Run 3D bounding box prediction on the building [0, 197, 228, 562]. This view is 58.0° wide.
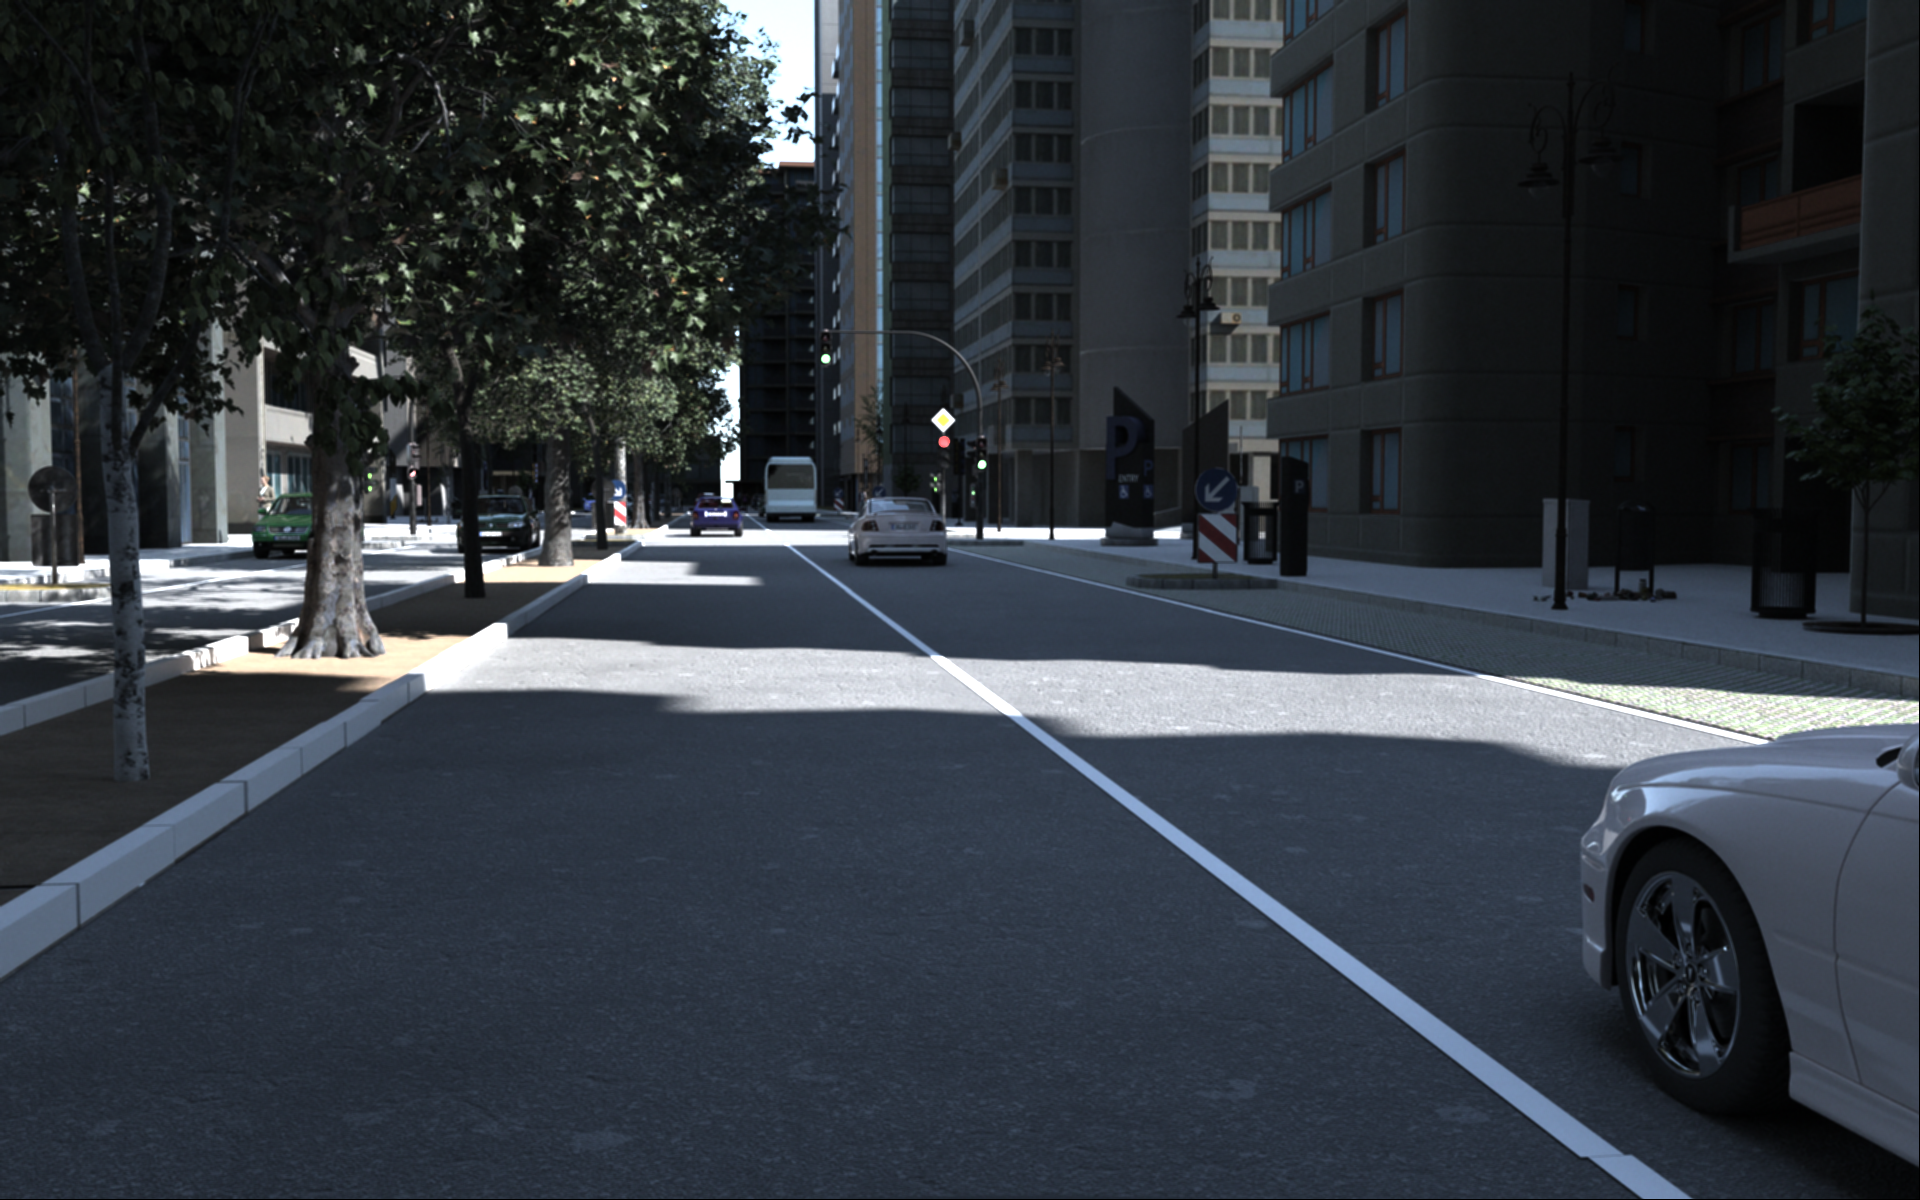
[{"bbox_3d":[-33.076,-43.859,29.769,31.000,86.520,22.319,0,4,-8],"label":"building"}]

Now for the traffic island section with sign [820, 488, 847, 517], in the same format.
[{"bbox_3d":[-7.792,-6.136,108.955,1.989,1.847,2.006,0,4,-8],"label":"traffic island section with sign"}]

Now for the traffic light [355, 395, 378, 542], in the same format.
[{"bbox_3d":[-16.071,-3.518,46.434,0.839,4.253,0.868,0,4,-8],"label":"traffic light"}]

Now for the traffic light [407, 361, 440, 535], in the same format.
[{"bbox_3d":[-15.112,-4.893,54.664,4.771,5.953,1.251,0,4,-8],"label":"traffic light"}]

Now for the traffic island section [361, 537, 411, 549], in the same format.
[{"bbox_3d":[-16.113,-1.485,46.563,2.009,0.180,2.903,0,4,-8],"label":"traffic island section"}]

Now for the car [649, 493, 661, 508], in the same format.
[{"bbox_3d":[-27.952,-8.981,155.872,2.155,1.783,4.494,0,4,-8],"label":"car"}]

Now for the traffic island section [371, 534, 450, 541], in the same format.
[{"bbox_3d":[-17.212,-1.969,54.472,2.009,0.180,2.903,0,4,-8],"label":"traffic island section"}]

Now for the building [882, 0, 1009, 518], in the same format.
[{"bbox_3d":[2.404,-25.389,98.700,14.154,41.232,14.086,0,4,-8],"label":"building"}]

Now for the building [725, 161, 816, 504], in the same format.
[{"bbox_3d":[-16.374,-34.985,226.624,28.867,44.769,22.147,0,4,-8],"label":"building"}]

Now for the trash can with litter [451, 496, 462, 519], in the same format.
[{"bbox_3d":[-25.353,-4.689,88.053,1.055,1.170,0.624,-1,4,-15],"label":"trash can with litter"}]

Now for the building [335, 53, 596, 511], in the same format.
[{"bbox_3d":[-46.692,-33.175,166.119,21.300,48.544,21.600,0,4,-8],"label":"building"}]

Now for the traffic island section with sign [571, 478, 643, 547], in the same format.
[{"bbox_3d":[-9.863,-2.418,47.665,2.006,1.907,1.989,0,4,-8],"label":"traffic island section with sign"}]

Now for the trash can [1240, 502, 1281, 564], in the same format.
[{"bbox_3d":[5.507,-1.229,31.745,0.748,1.137,0.748,0,3,0],"label":"trash can"}]

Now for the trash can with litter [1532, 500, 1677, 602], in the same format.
[{"bbox_3d":[7.897,-0.626,21.286,2.233,1.210,1.678,-1,4,-17],"label":"trash can with litter"}]

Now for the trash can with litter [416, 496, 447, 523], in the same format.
[{"bbox_3d":[-24.012,-4.102,78.120,1.678,1.210,2.233,-2,4,-30],"label":"trash can with litter"}]

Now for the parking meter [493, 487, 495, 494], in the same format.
[{"bbox_3d":[-34.274,-7.407,126.812,0.399,1.863,0.255,-1,4,-21],"label":"parking meter"}]

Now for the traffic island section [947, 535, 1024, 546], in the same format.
[{"bbox_3d":[0.570,-1.626,48.869,2.009,0.180,2.903,0,4,-8],"label":"traffic island section"}]

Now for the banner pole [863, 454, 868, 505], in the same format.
[{"bbox_3d":[-5.909,-7.214,107.964,0.401,3.779,0.863,-2,4,-27],"label":"banner pole"}]

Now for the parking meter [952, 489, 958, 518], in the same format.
[{"bbox_3d":[-0.248,-5.104,91.861,0.372,1.533,0.369,0,3,0],"label":"parking meter"}]

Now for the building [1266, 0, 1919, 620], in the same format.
[{"bbox_3d":[22.516,-11.052,25.743,27.650,21.520,28.899,0,4,-8],"label":"building"}]

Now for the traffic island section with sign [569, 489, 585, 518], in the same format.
[{"bbox_3d":[-24.168,-6.003,106.783,1.989,1.847,2.006,0,4,-8],"label":"traffic island section with sign"}]

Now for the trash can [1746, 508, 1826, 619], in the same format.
[{"bbox_3d":[8.530,-0.384,17.927,0.748,1.137,0.748,0,3,0],"label":"trash can"}]

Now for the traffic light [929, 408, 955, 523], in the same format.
[{"bbox_3d":[-0.571,-4.143,56.659,0.839,4.253,0.868,0,4,-8],"label":"traffic light"}]

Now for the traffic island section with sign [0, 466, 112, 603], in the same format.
[{"bbox_3d":[-12.633,-0.929,23.823,1.989,1.847,2.006,0,4,-8],"label":"traffic island section with sign"}]

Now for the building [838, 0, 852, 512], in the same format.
[{"bbox_3d":[-1.301,-29.028,124.718,14.600,45.320,14.200,0,4,-8],"label":"building"}]

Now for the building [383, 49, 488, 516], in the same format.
[{"bbox_3d":[-36.423,-20.319,103.923,14.160,30.474,14.107,0,4,-8],"label":"building"}]

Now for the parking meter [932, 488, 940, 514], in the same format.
[{"bbox_3d":[-1.149,-4.677,82.185,0.255,1.863,0.399,2,4,26],"label":"parking meter"}]

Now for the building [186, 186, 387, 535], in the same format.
[{"bbox_3d":[-34.107,-26.821,62.232,21.300,48.544,21.600,0,4,-8],"label":"building"}]

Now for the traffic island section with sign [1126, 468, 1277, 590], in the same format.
[{"bbox_3d":[3.641,-1.108,26.739,1.989,1.847,2.006,0,4,-8],"label":"traffic island section with sign"}]

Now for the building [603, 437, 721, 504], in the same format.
[{"bbox_3d":[-45.147,-38.903,225.305,27.495,52.752,28.713,0,4,-8],"label":"building"}]

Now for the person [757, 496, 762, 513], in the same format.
[{"bbox_3d":[-15.111,-7.177,130.532,0.352,1.250,0.332,1,4,9],"label":"person"}]

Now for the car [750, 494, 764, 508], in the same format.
[{"bbox_3d":[-20.686,-10.212,178.963,2.014,1.417,4.499,-1,4,-8],"label":"car"}]

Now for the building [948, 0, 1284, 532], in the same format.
[{"bbox_3d":[12.531,-23.347,73.602,23.993,40.220,32.217,0,4,-8],"label":"building"}]

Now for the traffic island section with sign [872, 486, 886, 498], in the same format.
[{"bbox_3d":[-3.969,-4.455,81.471,1.989,1.847,2.006,0,4,-8],"label":"traffic island section with sign"}]

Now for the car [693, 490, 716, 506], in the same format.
[{"bbox_3d":[-19.634,-7.667,134.402,2.155,1.783,4.494,0,4,-7],"label":"car"}]

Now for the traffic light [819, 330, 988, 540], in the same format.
[{"bbox_3d":[-1.531,-4.505,48.322,4.771,5.953,1.251,0,4,-8],"label":"traffic light"}]

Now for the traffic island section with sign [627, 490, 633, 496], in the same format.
[{"bbox_3d":[-34.702,-10.638,182.561,1.989,1.847,2.006,0,4,-8],"label":"traffic island section with sign"}]

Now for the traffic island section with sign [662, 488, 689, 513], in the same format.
[{"bbox_3d":[-21.233,-7.418,129.427,2.006,1.907,1.989,0,4,-8],"label":"traffic island section with sign"}]

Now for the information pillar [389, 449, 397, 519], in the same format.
[{"bbox_3d":[-29.242,-5.992,89.318,0.183,3.616,0.504,1,4,14],"label":"information pillar"}]

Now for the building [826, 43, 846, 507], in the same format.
[{"bbox_3d":[-0.406,-33.295,163.988,23.786,49.044,30.456,0,4,-8],"label":"building"}]

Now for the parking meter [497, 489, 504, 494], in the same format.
[{"bbox_3d":[-24.084,-5.039,90.796,0.372,1.533,0.369,0,3,0],"label":"parking meter"}]

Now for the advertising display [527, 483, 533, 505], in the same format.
[{"bbox_3d":[-26.329,-6.162,105.965,0.123,1.923,0.974,0,3,0],"label":"advertising display"}]

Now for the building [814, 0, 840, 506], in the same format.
[{"bbox_3d":[-5.619,-39.788,192.537,21.231,58.520,28.212,0,4,-8],"label":"building"}]

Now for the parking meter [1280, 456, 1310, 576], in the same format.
[{"bbox_3d":[5.239,-1.309,27.109,0.399,1.863,0.255,-2,4,-26],"label":"parking meter"}]

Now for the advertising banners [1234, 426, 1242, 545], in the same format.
[{"bbox_3d":[7.088,-2.925,44.017,0.090,3.025,2.074,1,4,13],"label":"advertising banners"}]

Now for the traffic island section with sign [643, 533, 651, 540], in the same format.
[{"bbox_3d":[-10.874,-2.866,55.003,2.006,1.907,1.989,0,4,-8],"label":"traffic island section with sign"}]

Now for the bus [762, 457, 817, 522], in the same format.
[{"bbox_3d":[-9.064,-5.950,92.149,2.948,3.499,13.247,0,4,-6],"label":"bus"}]

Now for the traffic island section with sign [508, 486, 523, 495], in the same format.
[{"bbox_3d":[-20.364,-4.330,79.417,1.989,1.847,2.006,0,4,-8],"label":"traffic island section with sign"}]
